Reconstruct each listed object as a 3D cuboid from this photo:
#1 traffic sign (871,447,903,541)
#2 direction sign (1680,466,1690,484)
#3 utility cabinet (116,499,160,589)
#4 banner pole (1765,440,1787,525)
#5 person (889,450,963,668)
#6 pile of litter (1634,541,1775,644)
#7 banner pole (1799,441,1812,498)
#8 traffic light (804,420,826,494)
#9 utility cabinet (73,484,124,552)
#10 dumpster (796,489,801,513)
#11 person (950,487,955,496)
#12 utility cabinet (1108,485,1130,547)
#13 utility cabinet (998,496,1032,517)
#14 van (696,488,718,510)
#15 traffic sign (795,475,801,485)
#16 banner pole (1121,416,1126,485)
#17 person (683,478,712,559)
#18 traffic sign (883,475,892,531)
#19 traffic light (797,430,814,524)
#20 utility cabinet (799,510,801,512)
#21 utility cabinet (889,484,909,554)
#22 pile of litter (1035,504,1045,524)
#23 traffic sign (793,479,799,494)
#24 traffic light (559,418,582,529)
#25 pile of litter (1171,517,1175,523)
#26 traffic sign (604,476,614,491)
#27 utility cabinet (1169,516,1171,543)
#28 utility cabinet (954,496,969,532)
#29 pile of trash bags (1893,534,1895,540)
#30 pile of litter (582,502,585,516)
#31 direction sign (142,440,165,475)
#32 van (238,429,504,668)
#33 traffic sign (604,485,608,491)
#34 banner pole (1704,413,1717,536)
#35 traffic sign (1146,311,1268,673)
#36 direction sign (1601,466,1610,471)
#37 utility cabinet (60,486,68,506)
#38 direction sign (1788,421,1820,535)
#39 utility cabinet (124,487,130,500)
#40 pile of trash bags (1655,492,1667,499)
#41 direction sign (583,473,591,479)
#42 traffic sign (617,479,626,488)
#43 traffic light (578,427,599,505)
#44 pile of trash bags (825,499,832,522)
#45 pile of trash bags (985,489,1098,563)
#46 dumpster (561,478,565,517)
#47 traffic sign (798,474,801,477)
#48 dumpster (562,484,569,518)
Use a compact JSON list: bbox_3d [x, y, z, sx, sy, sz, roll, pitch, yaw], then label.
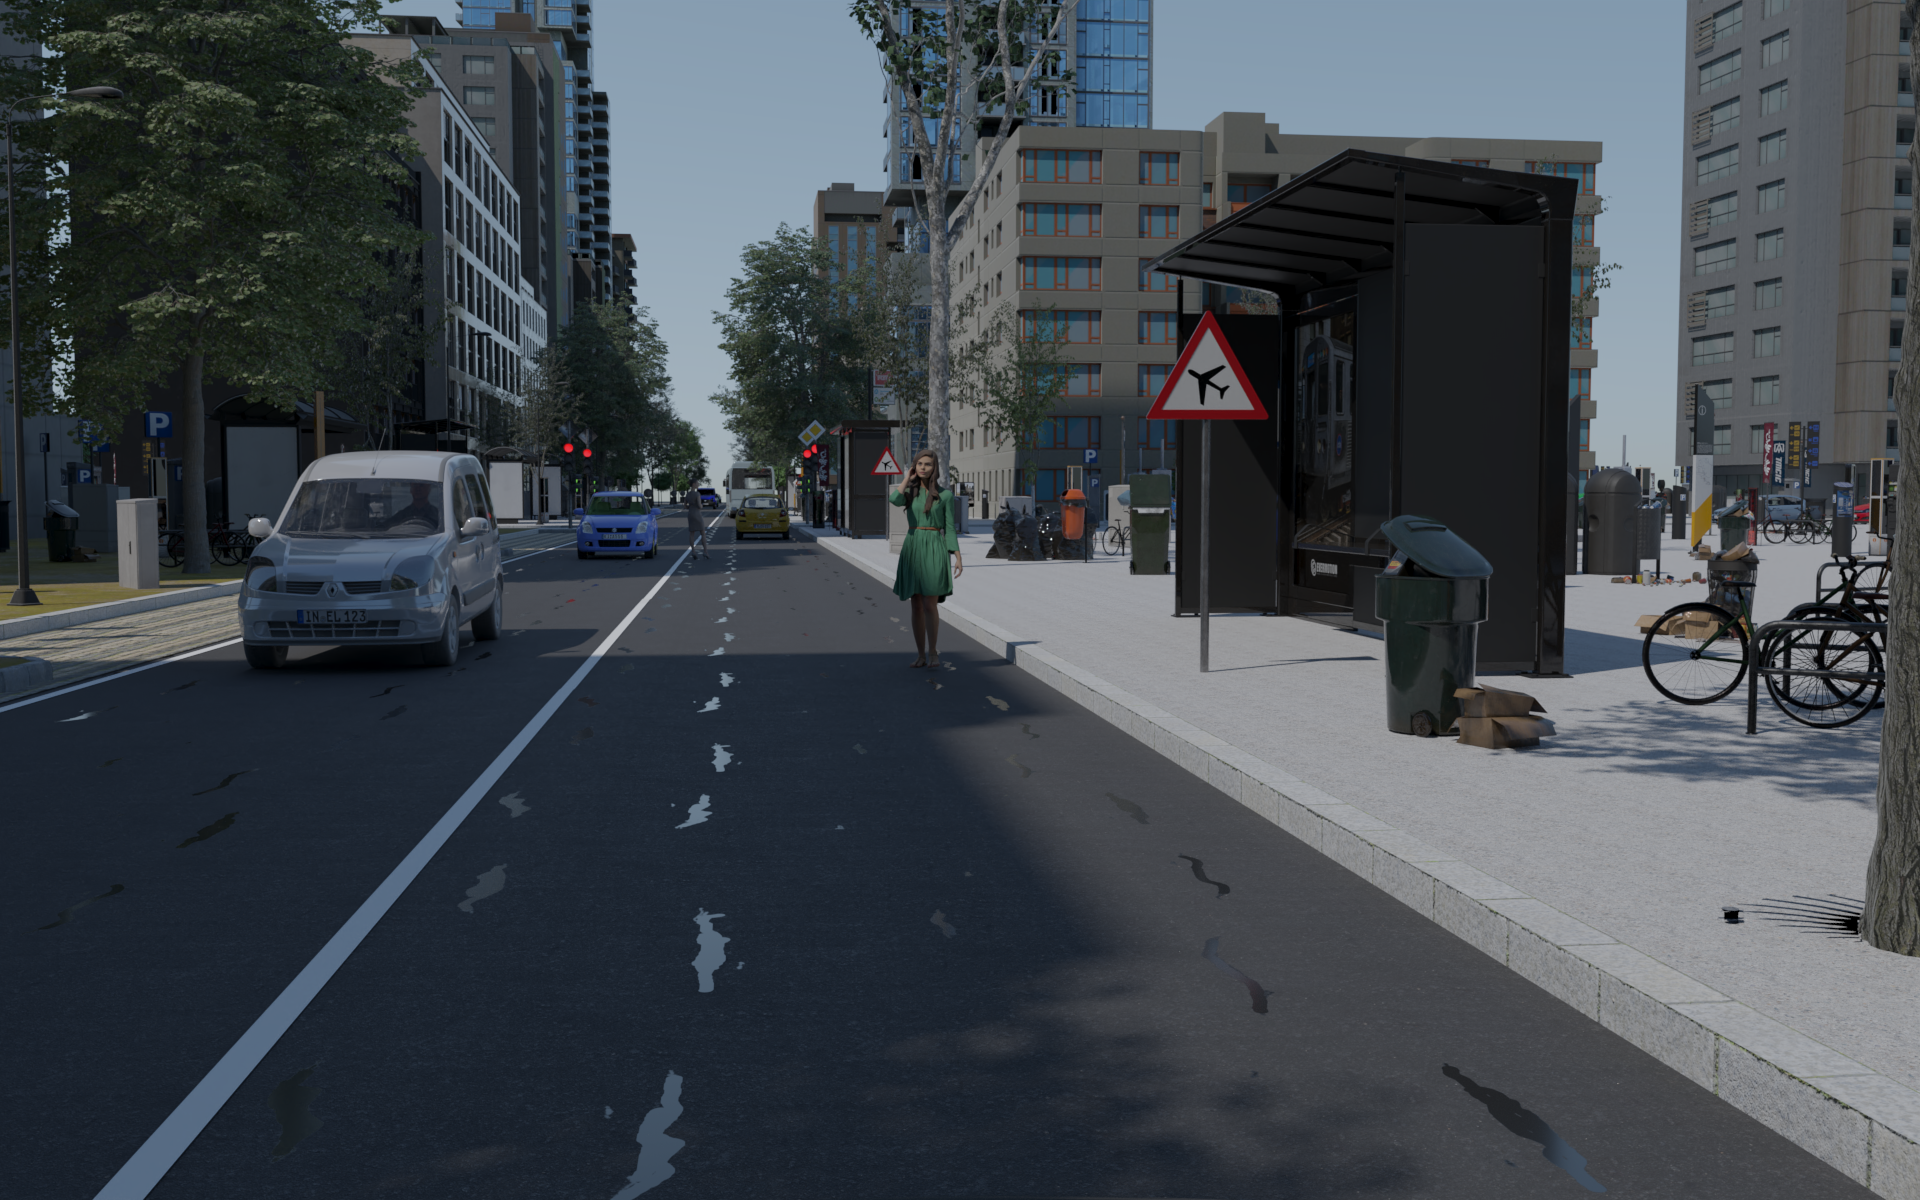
[{"bbox_3d":[-2.002,-2.902,47.450,0.884,2.594,0.081,0,4,-3],"label":"traffic sign"},{"bbox_3d":[54.631,-8.475,130.564,0.876,3.537,0.379,-1,4,-22],"label":"direction sign"},{"bbox_3d":[-11.284,-0.770,23.756,0.306,1.237,1.020,-3,4,-39],"label":"utility cabinet"},{"bbox_3d":[33.389,-4.955,71.034,0.863,3.779,0.401,2,4,24],"label":"banner pole"},{"bbox_3d":[-0.272,-0.335,14.222,0.600,1.795,0.529,0,4,1],"label":"person"},{"bbox_3d":[6.737,-0.104,15.672,1.176,0.858,1.719,2,4,24],"label":"pile of litter"},{"bbox_3d":[39.612,-5.579,81.230,0.401,3.779,0.863,-1,4,-18],"label":"banner pole"},{"bbox_3d":[-5.472,-4.678,65.408,0.839,4.253,0.868,0,4,-7],"label":"traffic light"},{"bbox_3d":[-18.925,-1.792,37.979,1.173,1.500,0.318,2,4,29],"label":"utility cabinet"},{"bbox_3d":[-10.622,-6.926,118.997,1.264,1.857,1.865,0,4,-7],"label":"dumpster"},{"bbox_3d":[-0.436,-3.865,71.868,0.537,1.800,0.526,0,4,-2],"label":"person"},{"bbox_3d":[3.995,-2.020,41.713,0.318,1.500,1.173,-2,4,-26],"label":"utility cabinet"},{"bbox_3d":[1.539,-2.250,47.944,1.020,1.237,0.306,-3,5,-42],"label":"utility cabinet"},{"bbox_3d":[-23.685,-9.606,161.440,2.240,2.365,5.245,0,4,-7],"label":"van"},{"bbox_3d":[-9.076,-6.119,100.056,0.884,2.594,0.081,0,4,-3],"label":"traffic sign"},{"bbox_3d":[5.279,-4.031,55.919,0.401,3.779,0.863,1,4,12],"label":"banner pole"},{"bbox_3d":[-5.800,-1.799,38.256,0.599,1.781,0.374,2,4,34],"label":"person"},{"bbox_3d":[-2.599,-3.603,59.012,0.768,2.556,0.104,0,4,-4],"label":"traffic sign"},{"bbox_3d":[-6.486,-5.163,73.329,0.839,4.253,0.868,0,4,-7],"label":"traffic light"},{"bbox_3d":[-12.584,-7.476,133.401,0.306,1.237,1.020,2,4,32],"label":"utility cabinet"},{"bbox_3d":[-1.042,-1.707,36.584,0.318,1.500,1.173,-3,4,-38],"label":"utility cabinet"},{"bbox_3d":[3.238,-3.729,74.939,1.176,0.858,1.719,-3,4,-36],"label":"pile of litter"},{"bbox_3d":[-10.768,-7.005,115.714,0.795,2.450,0.064,0,4,-5],"label":"traffic sign"},{"bbox_3d":[-14.458,-4.607,64.246,0.839,4.253,0.868,0,4,-7],"label":"traffic light"},{"bbox_3d":[9.716,-3.928,78.187,1.176,0.858,1.719,2,4,31],"label":"pile of litter"},{"bbox_3d":[-24.357,-7.337,120.063,0.768,2.556,0.104,0,4,-4],"label":"traffic sign"},{"bbox_3d":[5.260,-2.105,45.572,0.306,1.237,1.020,-1,4,-11],"label":"utility cabinet"},{"bbox_3d":[-0.132,-2.929,59.045,0.306,1.237,1.020,-3,4,-37],"label":"utility cabinet"},{"bbox_3d":[5.263,0.217,6.200,3.447,1.369,1.912,3,4,36],"label":"pile of trash bags"},{"bbox_3d":[-22.478,-5.502,103.916,1.176,0.858,1.719,2,4,31],"label":"pile of litter"},{"bbox_3d":[-33.852,-4.942,72.797,0.876,3.537,0.379,-1,4,-22],"label":"direction sign"},{"bbox_3d":[-5.196,-0.527,15.624,2.013,2.044,4.112,0,4,-7],"label":"van"},{"bbox_3d":[-25.000,-7.517,123.015,0.768,2.556,0.104,0,4,2],"label":"traffic sign"},{"bbox_3d":[23.120,-3.891,53.628,0.401,3.779,0.863,-1,4,-15],"label":"banner pole"},{"bbox_3d":[1.759,-0.758,12.395,0.884,2.594,0.081,0,4,-6],"label":"traffic sign"},{"bbox_3d":[52.157,-9.056,140.067,0.876,3.537,0.379,-1,4,-18],"label":"direction sign"},{"bbox_3d":[-23.646,-2.335,46.849,1.173,1.500,0.318,-2,4,-24],"label":"utility cabinet"},{"bbox_3d":[26.299,-3.795,54.045,0.876,3.537,0.379,3,4,37],"label":"direction sign"},{"bbox_3d":[-26.264,-2.743,53.523,0.318,1.500,1.173,2,4,28],"label":"utility cabinet"},{"bbox_3d":[56.301,-7.915,139.166,3.447,1.369,1.912,2,4,25],"label":"pile of trash bags"},{"bbox_3d":[-19.851,-6.131,92.237,0.379,3.537,0.876,-3,4,-36],"label":"direction sign"},{"bbox_3d":[-23.085,-7.092,118.089,0.606,2.300,0.079,0,4,2],"label":"traffic sign"},{"bbox_3d":[-15.472,-5.092,72.167,0.839,4.253,0.868,0,4,-7],"label":"traffic light"},{"bbox_3d":[-4.790,-4.159,77.756,1.912,1.369,3.447,-1,4,-21],"label":"pile of trash bags"},{"bbox_3d":[1.759,-1.450,33.468,1.912,1.369,3.447,-1,4,-15],"label":"pile of trash bags"},{"bbox_3d":[-22.714,-5.783,97.050,1.502,2.255,1.985,0,4,-7],"label":"dumpster"},{"bbox_3d":[-9.317,-6.332,103.633,0.768,2.556,0.104,0,4,1],"label":"traffic sign"},{"bbox_3d":[-21.702,-5.369,93.538,1.264,1.857,1.865,0,4,-7],"label":"dumpster"}]
